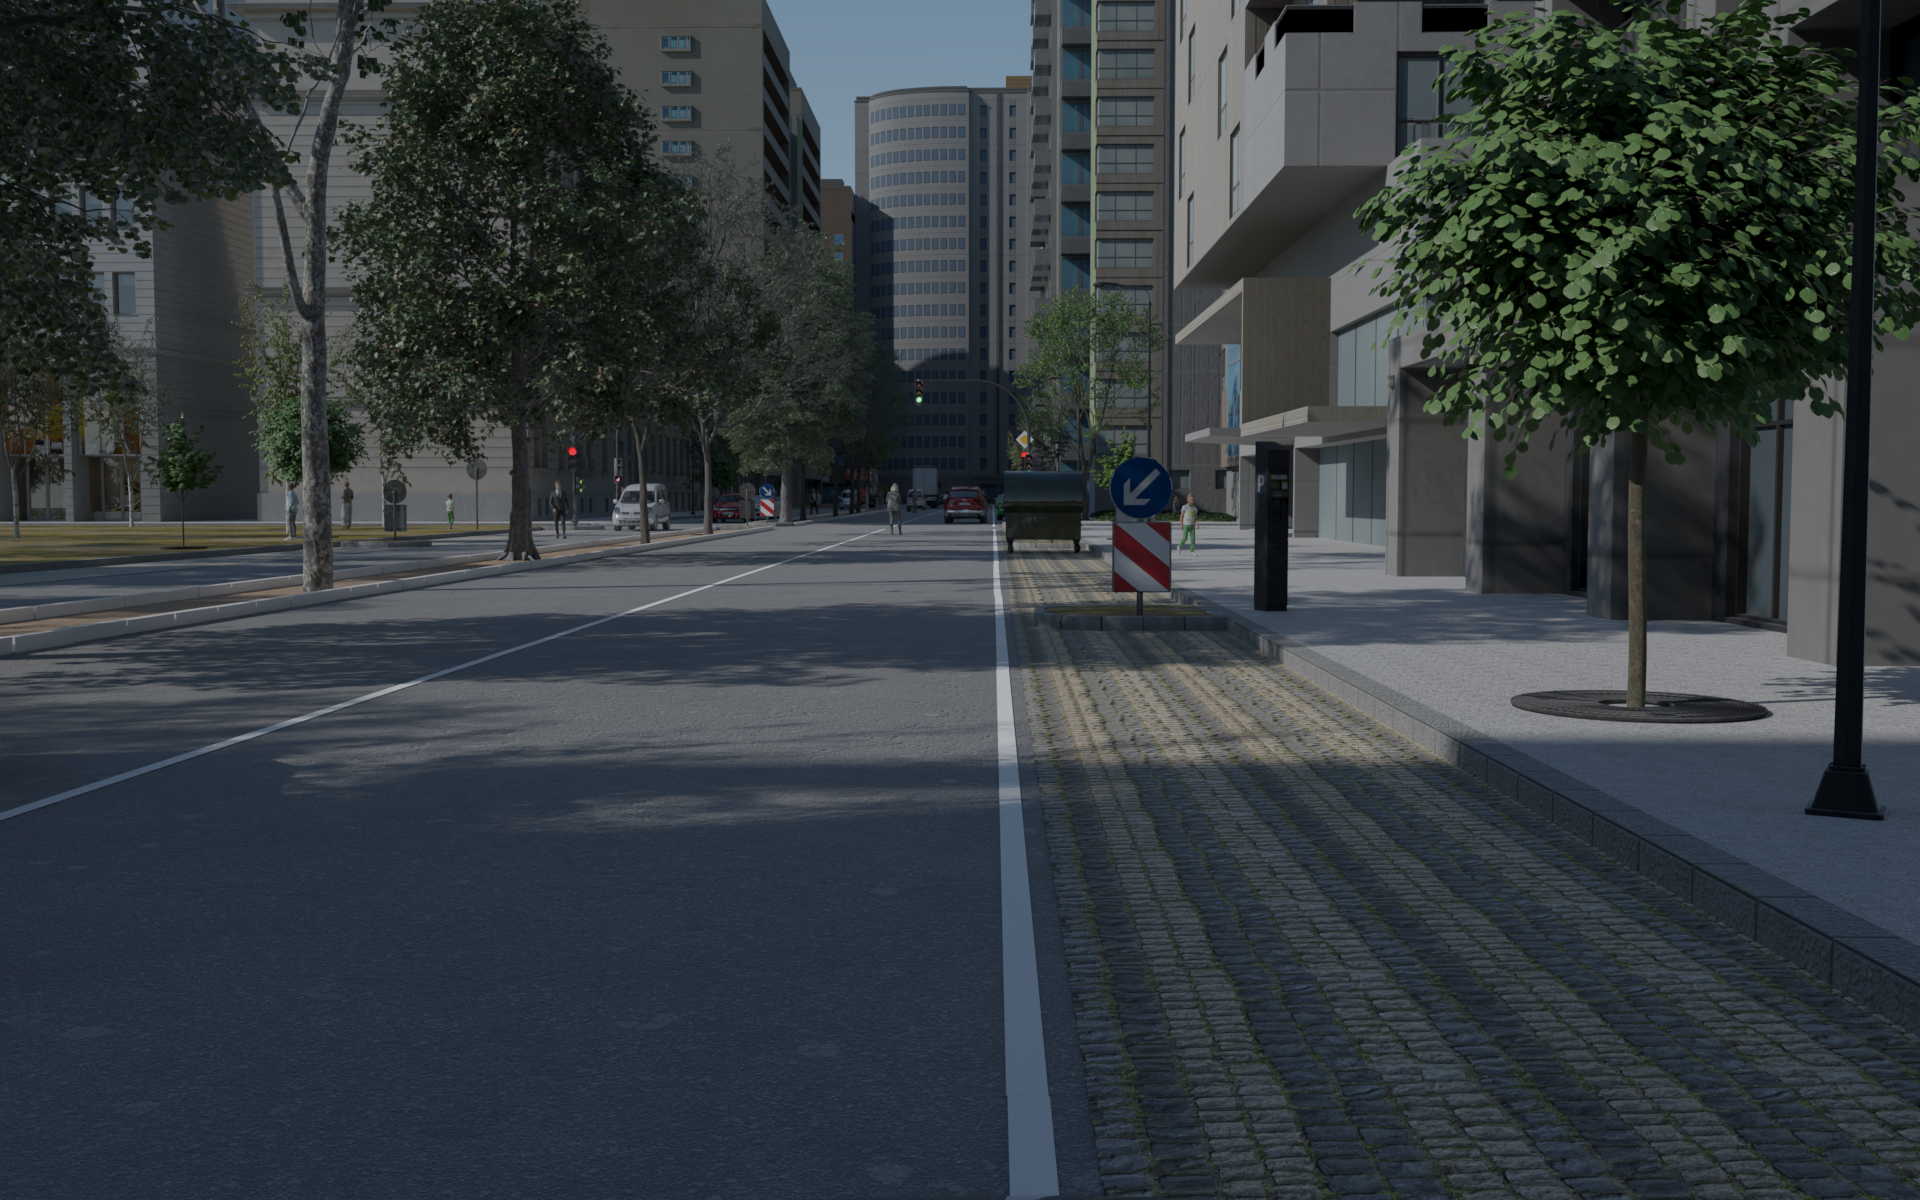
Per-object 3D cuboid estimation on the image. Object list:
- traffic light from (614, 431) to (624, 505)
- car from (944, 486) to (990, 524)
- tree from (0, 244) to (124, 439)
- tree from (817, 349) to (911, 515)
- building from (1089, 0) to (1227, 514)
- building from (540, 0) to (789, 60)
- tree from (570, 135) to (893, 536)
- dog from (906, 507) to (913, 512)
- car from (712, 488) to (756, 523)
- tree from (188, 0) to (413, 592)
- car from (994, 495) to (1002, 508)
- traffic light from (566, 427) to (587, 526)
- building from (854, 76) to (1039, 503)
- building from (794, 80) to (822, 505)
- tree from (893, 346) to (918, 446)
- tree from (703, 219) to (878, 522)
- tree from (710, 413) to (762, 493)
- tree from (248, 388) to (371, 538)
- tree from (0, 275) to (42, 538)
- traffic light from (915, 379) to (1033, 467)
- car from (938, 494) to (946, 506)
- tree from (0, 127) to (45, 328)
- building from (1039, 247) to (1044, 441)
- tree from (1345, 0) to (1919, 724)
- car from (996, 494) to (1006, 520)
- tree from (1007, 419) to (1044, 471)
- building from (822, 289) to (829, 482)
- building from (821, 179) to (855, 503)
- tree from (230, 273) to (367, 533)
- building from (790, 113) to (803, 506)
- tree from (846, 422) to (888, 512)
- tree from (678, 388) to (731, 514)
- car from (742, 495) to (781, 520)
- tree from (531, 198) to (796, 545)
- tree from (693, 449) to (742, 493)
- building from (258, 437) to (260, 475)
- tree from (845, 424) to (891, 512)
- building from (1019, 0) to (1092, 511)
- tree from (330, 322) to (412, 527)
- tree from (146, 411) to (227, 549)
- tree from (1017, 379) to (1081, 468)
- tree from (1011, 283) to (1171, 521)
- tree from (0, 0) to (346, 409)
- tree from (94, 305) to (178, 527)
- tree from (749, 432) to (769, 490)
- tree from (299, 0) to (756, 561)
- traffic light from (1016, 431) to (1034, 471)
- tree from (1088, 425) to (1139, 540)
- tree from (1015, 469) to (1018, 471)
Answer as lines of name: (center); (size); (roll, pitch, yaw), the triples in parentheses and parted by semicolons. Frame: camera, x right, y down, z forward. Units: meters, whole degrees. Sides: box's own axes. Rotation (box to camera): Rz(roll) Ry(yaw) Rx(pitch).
traffic light: (-13.116, -6.264, 77.089); (4.771, 5.953, 1.251); (0, 4, 1)
car: (0.304, -4.702, 85.559); (2.281, 1.827, 5.304); (0, 4, 2)
tree: (-33.580, -7.636, 59.264); (7.601, 10.594, 8.767); (3, 5, 40)
tree: (-7.394, -12.168, 127.157); (9.928, 11.665, 9.643); (0, 3, 0)
building: (14.499, -25.474, 100.087); (14.154, 41.232, 14.086); (0, 4, 1)
building: (-27.712, -32.962, 162.626); (21.300, 48.544, 21.600); (0, 4, 1)
tree: (-8.664, -8.957, 59.275); (12.009, 13.543, 11.850); (0, 3, 0)
dog: (-4.068, -7.311, 139.726); (0.550, 0.427, 0.748); (-1, 4, -21)
car: (-11.426, -4.810, 87.686); (2.155, 1.783, 4.494); (0, 4, 1)
tree: (-10.614, -10.234, 25.678); (12.611, 20.169, 13.585); (0, 3, 0)
car: (4.518, -9.980, 175.533); (2.083, 1.381, 4.827); (0, 4, 1)
traffic light: (-15.358, -4.905, 69.109); (0.839, 4.253, 0.868); (0, 4, 1)
building: (-0.622, -43.152, 247.532); (28.212, 58.520, 21.231); (0, 4, 1)
building: (-27.545, -35.150, 198.404); (21.300, 48.544, 21.600); (0, 4, 1)
tree: (-8.371, -10.969, 92.170); (12.009, 13.543, 11.850); (0, 3, 0)
tree: (-8.219, -10.522, 81.139); (9.857, 13.997, 8.962); (0, 3, 0)
tree: (-16.331, -10.699, 125.292); (4.737, 8.622, 4.395); (0, 3, 0)
tree: (-19.054, -4.094, 50.647); (4.285, 4.588, 4.351); (0, 3, 0)
tree: (-27.499, -6.110, 50.267); (4.360, 8.622, 3.978); (0, 3, 0)
traffic light: (0.607, -5.750, 68.686); (4.771, 5.953, 1.251); (0, 4, 1)
car: (-1.854, -12.643, 218.510); (2.131, 1.459, 4.920); (0, 4, 3)
tree: (-26.234, -7.084, 41.581); (9.928, 11.665, 9.643); (0, 3, 0)
building: (19.311, -34.236, 183.457); (21.300, 48.544, 21.600); (0, 4, 1)
tree: (4.044, -1.627, 10.316); (4.285, 4.588, 4.351); (0, 3, 0)
car: (2.936, -5.248, 94.606); (1.959, 1.807, 4.718); (0, 4, 3)
tree: (6.318, -12.706, 158.106); (4.737, 8.622, 4.395); (0, 3, 0)
building: (-23.840, -27.359, 219.014); (14.107, 30.474, 14.160); (0, 4, 1)
building: (-21.891, -36.370, 244.754); (14.200, 45.320, 14.600); (0, 4, 1)
tree: (-21.984, -6.519, 56.952); (4.737, 8.622, 4.395); (0, 3, 0)
building: (-24.088, -30.407, 180.750); (14.154, 41.232, 14.086); (0, 4, 1)
tree: (-7.456, -11.453, 140.080); (4.737, 8.622, 4.395); (0, 3, 0)
tree: (-16.722, -9.973, 113.425); (4.360, 8.622, 3.978); (0, 3, 0)
car: (-11.212, -5.242, 98.063); (2.083, 1.381, 4.827); (0, 4, 3)
tree: (-8.595, -6.768, 47.526); (8.767, 10.594, 7.601); (0, 4, 1)
tree: (-16.806, -8.361, 120.412); (4.285, 4.588, 4.351); (0, 3, 0)
building: (-67.188, -38.105, 212.252); (27.495, 52.752, 28.713); (0, 4, 1)
tree: (-7.346, -11.169, 135.437); (4.360, 8.622, 3.978); (0, 3, 0)
building: (16.516, -31.218, 130.030); (23.786, 49.044, 30.456); (0, 4, 1)
tree: (-22.132, -7.141, 67.113); (4.360, 8.622, 3.978); (0, 3, 0)
tree: (-18.199, -2.808, 40.511); (1.663, 3.219, 1.824); (0, 3, 0)
tree: (5.856, -9.812, 110.783); (4.360, 8.622, 3.978); (0, 3, 0)
tree: (6.210, -9.689, 84.167); (9.928, 11.665, 9.643); (0, 3, 0)
tree: (-9.900, -6.436, 14.349); (9.857, 13.997, 8.962); (0, 3, 0)
tree: (-32.248, -7.132, 66.963); (4.360, 8.622, 3.978); (0, 3, 0)
tree: (-15.932, -11.254, 134.366); (4.360, 8.622, 3.978); (0, 3, 0)
tree: (-9.456, -7.193, 37.076); (9.611, 12.733, 9.660); (0, 3, 0)
traffic light: (2.849, -5.373, 76.772); (0.839, 4.253, 0.868); (0, 4, 1)
tree: (4.660, -3.300, 48.558); (1.663, 3.219, 1.824); (0, 3, 0)
tree: (6.540, -10.963, 162.951); (4.285, 4.588, 4.351); (0, 3, 0)
